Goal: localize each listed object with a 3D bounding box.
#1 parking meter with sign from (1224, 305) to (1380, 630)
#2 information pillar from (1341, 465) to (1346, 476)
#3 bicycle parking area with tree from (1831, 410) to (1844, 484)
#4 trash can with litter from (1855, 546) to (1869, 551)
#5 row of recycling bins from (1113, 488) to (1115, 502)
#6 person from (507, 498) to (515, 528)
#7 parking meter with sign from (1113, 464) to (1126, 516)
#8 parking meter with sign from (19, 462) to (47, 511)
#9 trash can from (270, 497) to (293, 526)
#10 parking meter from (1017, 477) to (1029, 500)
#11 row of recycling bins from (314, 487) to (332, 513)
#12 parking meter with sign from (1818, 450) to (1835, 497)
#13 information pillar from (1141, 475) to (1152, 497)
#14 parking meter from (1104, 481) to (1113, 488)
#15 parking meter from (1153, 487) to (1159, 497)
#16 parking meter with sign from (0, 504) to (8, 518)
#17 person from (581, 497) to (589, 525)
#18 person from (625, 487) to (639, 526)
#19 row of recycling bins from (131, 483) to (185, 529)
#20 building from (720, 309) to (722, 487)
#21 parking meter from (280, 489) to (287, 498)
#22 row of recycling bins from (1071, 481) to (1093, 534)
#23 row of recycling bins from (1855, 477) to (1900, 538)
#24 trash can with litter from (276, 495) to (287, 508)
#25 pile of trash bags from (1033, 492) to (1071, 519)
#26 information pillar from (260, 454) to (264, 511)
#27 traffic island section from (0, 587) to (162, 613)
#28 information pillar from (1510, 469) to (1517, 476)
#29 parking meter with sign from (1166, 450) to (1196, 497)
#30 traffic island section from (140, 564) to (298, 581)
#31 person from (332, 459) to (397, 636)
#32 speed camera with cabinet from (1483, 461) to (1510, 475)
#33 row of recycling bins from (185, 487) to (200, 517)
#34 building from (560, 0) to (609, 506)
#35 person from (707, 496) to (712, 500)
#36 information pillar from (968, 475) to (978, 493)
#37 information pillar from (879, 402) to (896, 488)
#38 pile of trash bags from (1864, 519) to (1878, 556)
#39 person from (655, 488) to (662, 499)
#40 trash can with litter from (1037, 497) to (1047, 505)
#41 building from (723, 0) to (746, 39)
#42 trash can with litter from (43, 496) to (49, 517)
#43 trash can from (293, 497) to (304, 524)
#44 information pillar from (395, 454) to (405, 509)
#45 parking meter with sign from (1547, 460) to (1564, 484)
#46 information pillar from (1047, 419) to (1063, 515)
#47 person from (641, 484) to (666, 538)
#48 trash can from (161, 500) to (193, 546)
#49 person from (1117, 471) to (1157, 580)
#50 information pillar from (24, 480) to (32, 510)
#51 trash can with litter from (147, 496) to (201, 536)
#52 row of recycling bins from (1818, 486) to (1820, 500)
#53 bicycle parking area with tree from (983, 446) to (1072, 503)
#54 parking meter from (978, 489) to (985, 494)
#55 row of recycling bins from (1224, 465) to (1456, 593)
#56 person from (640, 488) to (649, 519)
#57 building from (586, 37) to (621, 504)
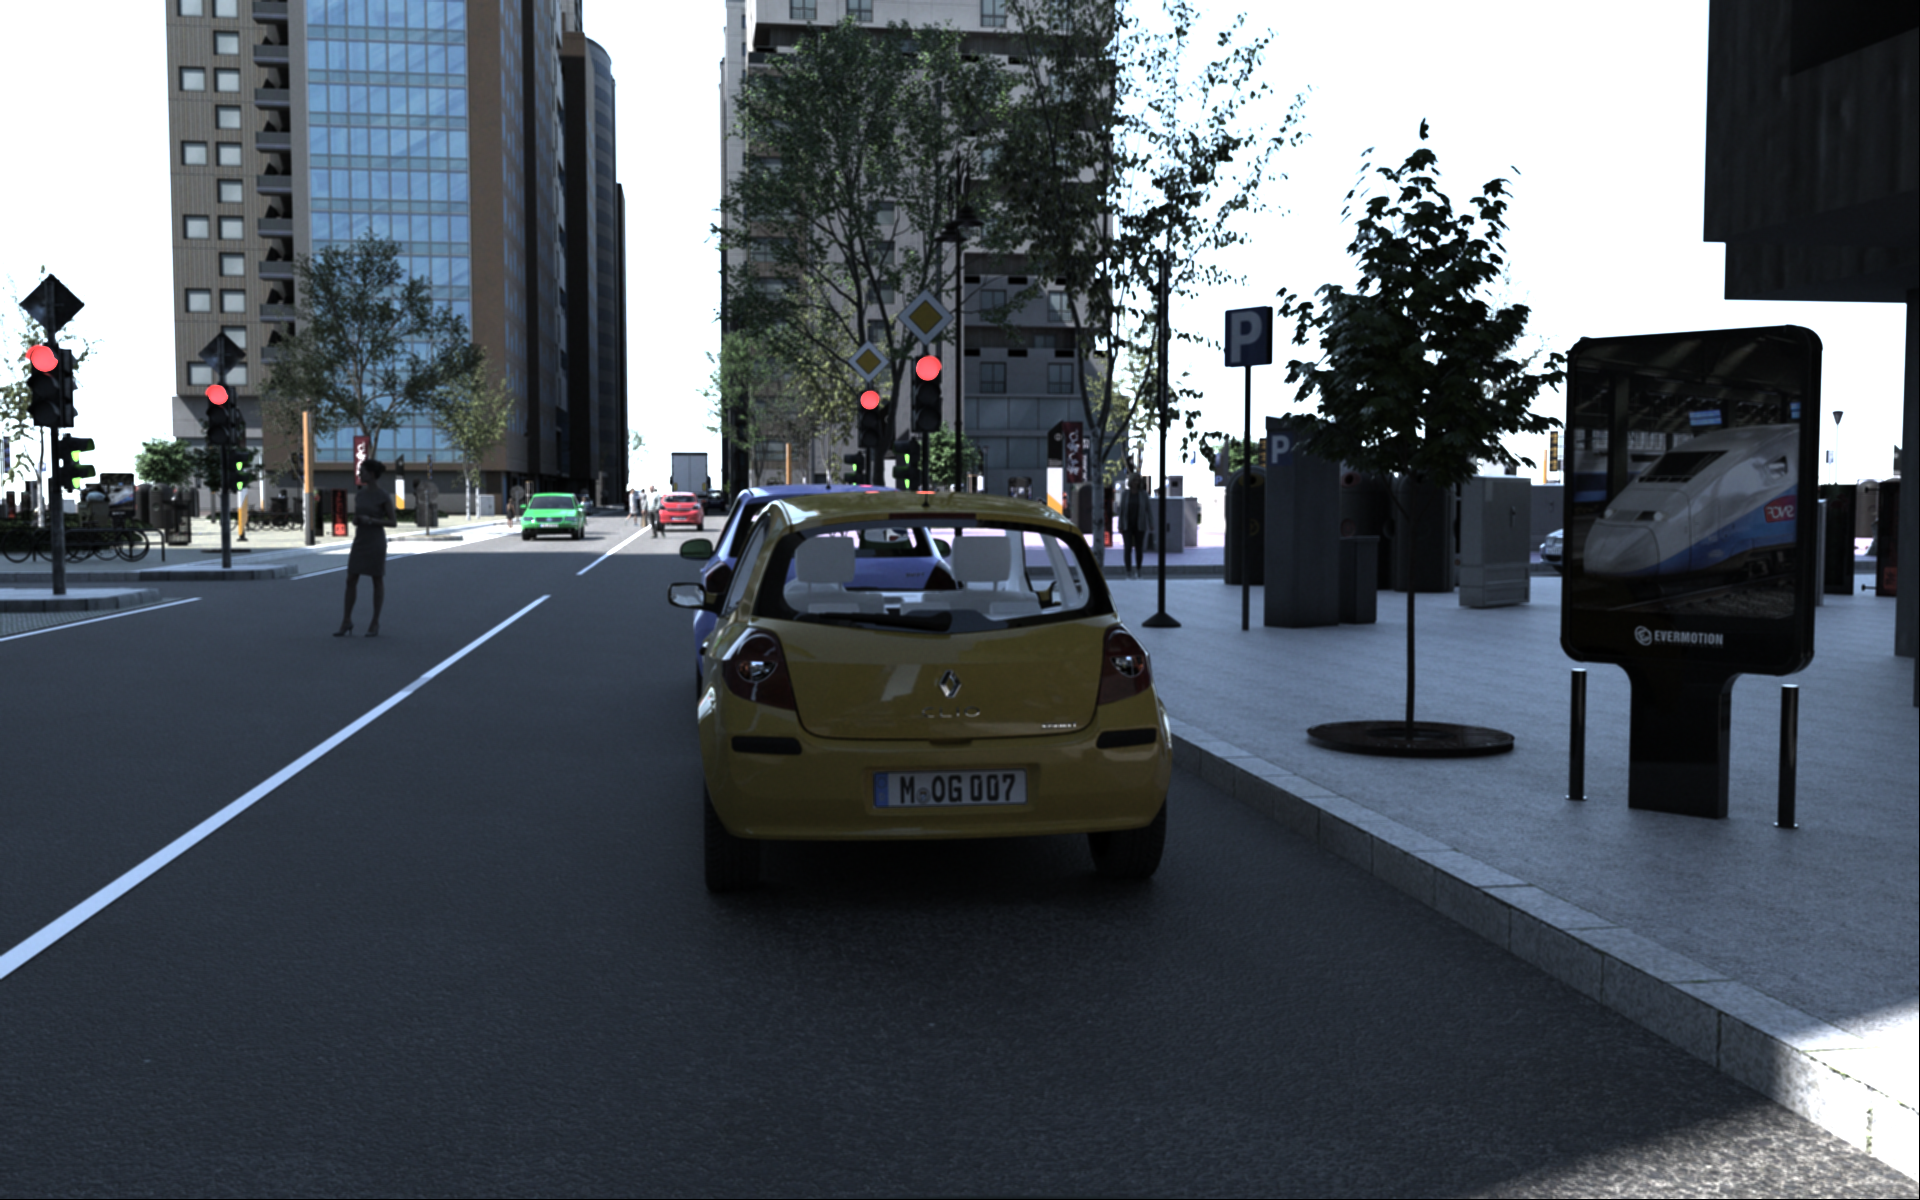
[{"bbox_3d":[3.351,-1.254,16.770,1.738,3.016,0.543,-3,4,-38],"label":"parking meter with sign"},{"bbox_3d":[7.726,-2.637,34.462,0.504,3.616,0.183,0,4,-3],"label":"information pillar"},{"bbox_3d":[27.674,-4.382,58.648,8.231,4.147,9.016,-1,4,-9],"label":"bicycle parking area with tree"},{"bbox_3d":[20.703,-1.796,40.418,1.678,1.210,2.233,3,4,37],"label":"trash can with litter"},{"bbox_3d":[9.769,-6.164,107.889,1.069,1.692,3.534,-1,4,-16],"label":"row of recycling bins"},{"bbox_3d":[-18.771,-3.620,72.361,0.362,1.253,0.373,2,4,28],"label":"person"},{"bbox_3d":[9.258,-6.325,99.668,0.543,3.016,1.738,3,5,40],"label":"parking meter with sign"},{"bbox_3d":[-50.152,-5.957,93.651,0.543,3.016,1.738,0,4,7],"label":"parking meter with sign"},{"bbox_3d":[-27.070,-3.503,68.923,0.748,1.137,0.748,0,3,0],"label":"trash can"},{"bbox_3d":[2.153,-3.277,59.293,0.399,1.863,0.255,1,4,22],"label":"parking meter"},{"bbox_3d":[-36.142,-5.556,97.948,1.069,1.692,3.534,-1,4,-12],"label":"row of recycling bins"},{"bbox_3d":[33.575,-4.422,68.564,0.543,3.016,1.738,-3,4,-38],"label":"parking meter with sign"},{"bbox_3d":[7.114,-3.766,66.064,0.304,2.012,0.304,2,4,35],"label":"information pillar"},{"bbox_3d":[6.654,-4.421,77.999,0.399,1.863,0.255,3,5,43],"label":"parking meter"},{"bbox_3d":[6.221,-2.802,54.221,0.372,1.533,0.369,0,3,0],"label":"parking meter"},{"bbox_3d":[-40.486,-4.647,72.235,0.543,3.016,1.738,0,4,7],"label":"parking meter with sign"},{"bbox_3d":[-17.291,-4.072,79.321,0.590,1.304,0.306,-2,4,-26],"label":"person"},{"bbox_3d":[-14.780,-4.211,78.108,0.466,1.731,0.760,2,4,32],"label":"person"},{"bbox_3d":[-30.588,-3.494,64.232,3.534,1.692,1.069,1,4,23],"label":"row of recycling bins"},{"bbox_3d":[-28.569,-29.738,257.910,14.160,30.474,14.107,-1,4,-9],"label":"building"},{"bbox_3d":[-37.516,-5.360,96.040,0.372,1.533,0.369,0,3,0],"label":"parking meter"},{"bbox_3d":[4.184,-3.037,56.761,1.069,1.692,3.534,0,4,6],"label":"row of recycling bins"},{"bbox_3d":[27.585,-2.601,49.635,3.534,1.692,1.069,3,4,36],"label":"row of recycling bins"},{"bbox_3d":[-35.179,-4.884,90.917,2.233,1.210,1.678,-1,4,-22],"label":"trash can with litter"},{"bbox_3d":[3.510,-4.532,83.848,3.447,1.369,1.912,0,4,3],"label":"pile of trash bags"},{"bbox_3d":[-40.778,-6.717,101.178,0.183,3.616,0.504,-2,4,-28],"label":"information pillar"},{"bbox_3d":[-11.568,0.004,22.216,2.009,0.180,2.903,-1,4,-9],"label":"traffic island section"},{"bbox_3d":[34.231,-7.086,107.215,0.504,3.616,0.183,3,4,38],"label":"information pillar"},{"bbox_3d":[8.483,-4.440,68.856,1.738,3.016,0.543,-1,4,-22],"label":"parking meter with sign"},{"bbox_3d":[-12.766,-0.479,30.111,2.009,0.180,2.903,-1,4,-9],"label":"traffic island section"},{"bbox_3d":[-6.004,-0.527,17.465,0.599,1.781,0.374,1,4,19],"label":"person"},{"bbox_3d":[13.930,-3.122,45.377,0.660,3.252,2.038,2,4,28],"label":"speed camera with cabinet"},{"bbox_3d":[-44.095,-5.523,97.406,3.534,1.692,1.069,2,4,30],"label":"row of recycling bins"},{"bbox_3d":[-50.528,-46.254,194.507,20.563,71.187,20.611,-1,4,-9],"label":"building"},{"bbox_3d":[-19.112,-7.347,129.335,1.217,1.736,0.721,0,4,5],"label":"person"},{"bbox_3d":[0.500,-3.848,67.405,0.304,2.012,0.304,-1,4,-22],"label":"information pillar"},{"bbox_3d":[-1.767,-3.074,41.610,0.504,3.616,0.183,0,4,-7],"label":"information pillar"},{"bbox_3d":[19.674,-1.589,35.739,1.912,1.369,3.447,3,5,39],"label":"pile of trash bags"},{"bbox_3d":[-20.781,-6.738,118.676,1.348,1.824,0.705,2,4,34],"label":"person"},{"bbox_3d":[3.469,-3.476,68.228,1.055,1.170,0.624,-1,4,-9],"label":"trash can with litter"},{"bbox_3d":[-17.588,-40.760,208.416,21.231,58.520,28.212,-1,4,-9],"label":"building"},{"bbox_3d":[-44.090,-4.438,83.611,1.678,1.210,2.233,-1,4,-15],"label":"trash can with litter"},{"bbox_3d":[-28.316,-3.841,74.448,0.748,1.137,0.748,0,3,0],"label":"trash can"},{"bbox_3d":[-32.481,-6.676,100.512,0.504,3.616,0.183,0,4,6],"label":"information pillar"},{"bbox_3d":[30.440,-5.655,88.718,0.543,3.016,1.738,-1,4,-12],"label":"parking meter with sign"},{"bbox_3d":[2.998,-3.853,54.352,0.504,3.616,0.183,0,4,-5],"label":"information pillar"},{"bbox_3d":[-10.002,-2.893,56.287,0.782,1.767,0.515,2,4,28],"label":"person"},{"bbox_3d":[-19.488,-1.925,43.134,0.748,1.137,0.748,0,3,0],"label":"trash can"},{"bbox_3d":[2.947,-1.211,28.487,0.709,1.800,0.728,1,4,10],"label":"person"},{"bbox_3d":[-49.531,-5.357,92.075,0.304,2.012,0.304,-2,4,-30],"label":"information pillar"},{"bbox_3d":[-24.658,-2.637,54.164,1.678,1.210,2.233,-1,4,-17],"label":"trash can with litter"},{"bbox_3d":[43.827,-5.208,92.258,3.534,1.692,1.069,2,4,25],"label":"row of recycling bins"},{"bbox_3d":[4.166,-7.179,104.384,8.231,4.147,9.016,0,4,6],"label":"bicycle parking area with tree"},{"bbox_3d":[0.946,-4.373,79.904,0.372,1.533,0.369,0,3,0],"label":"parking meter"},{"bbox_3d":[5.168,-1.021,23.801,3.534,1.692,1.069,3,5,44],"label":"row of recycling bins"},{"bbox_3d":[-18.155,-5.585,100.180,0.716,1.782,0.532,1,4,23],"label":"person"},{"bbox_3d":[-54.548,-41.415,219.141,21.231,58.520,28.212,-1,4,-9],"label":"building"}]
